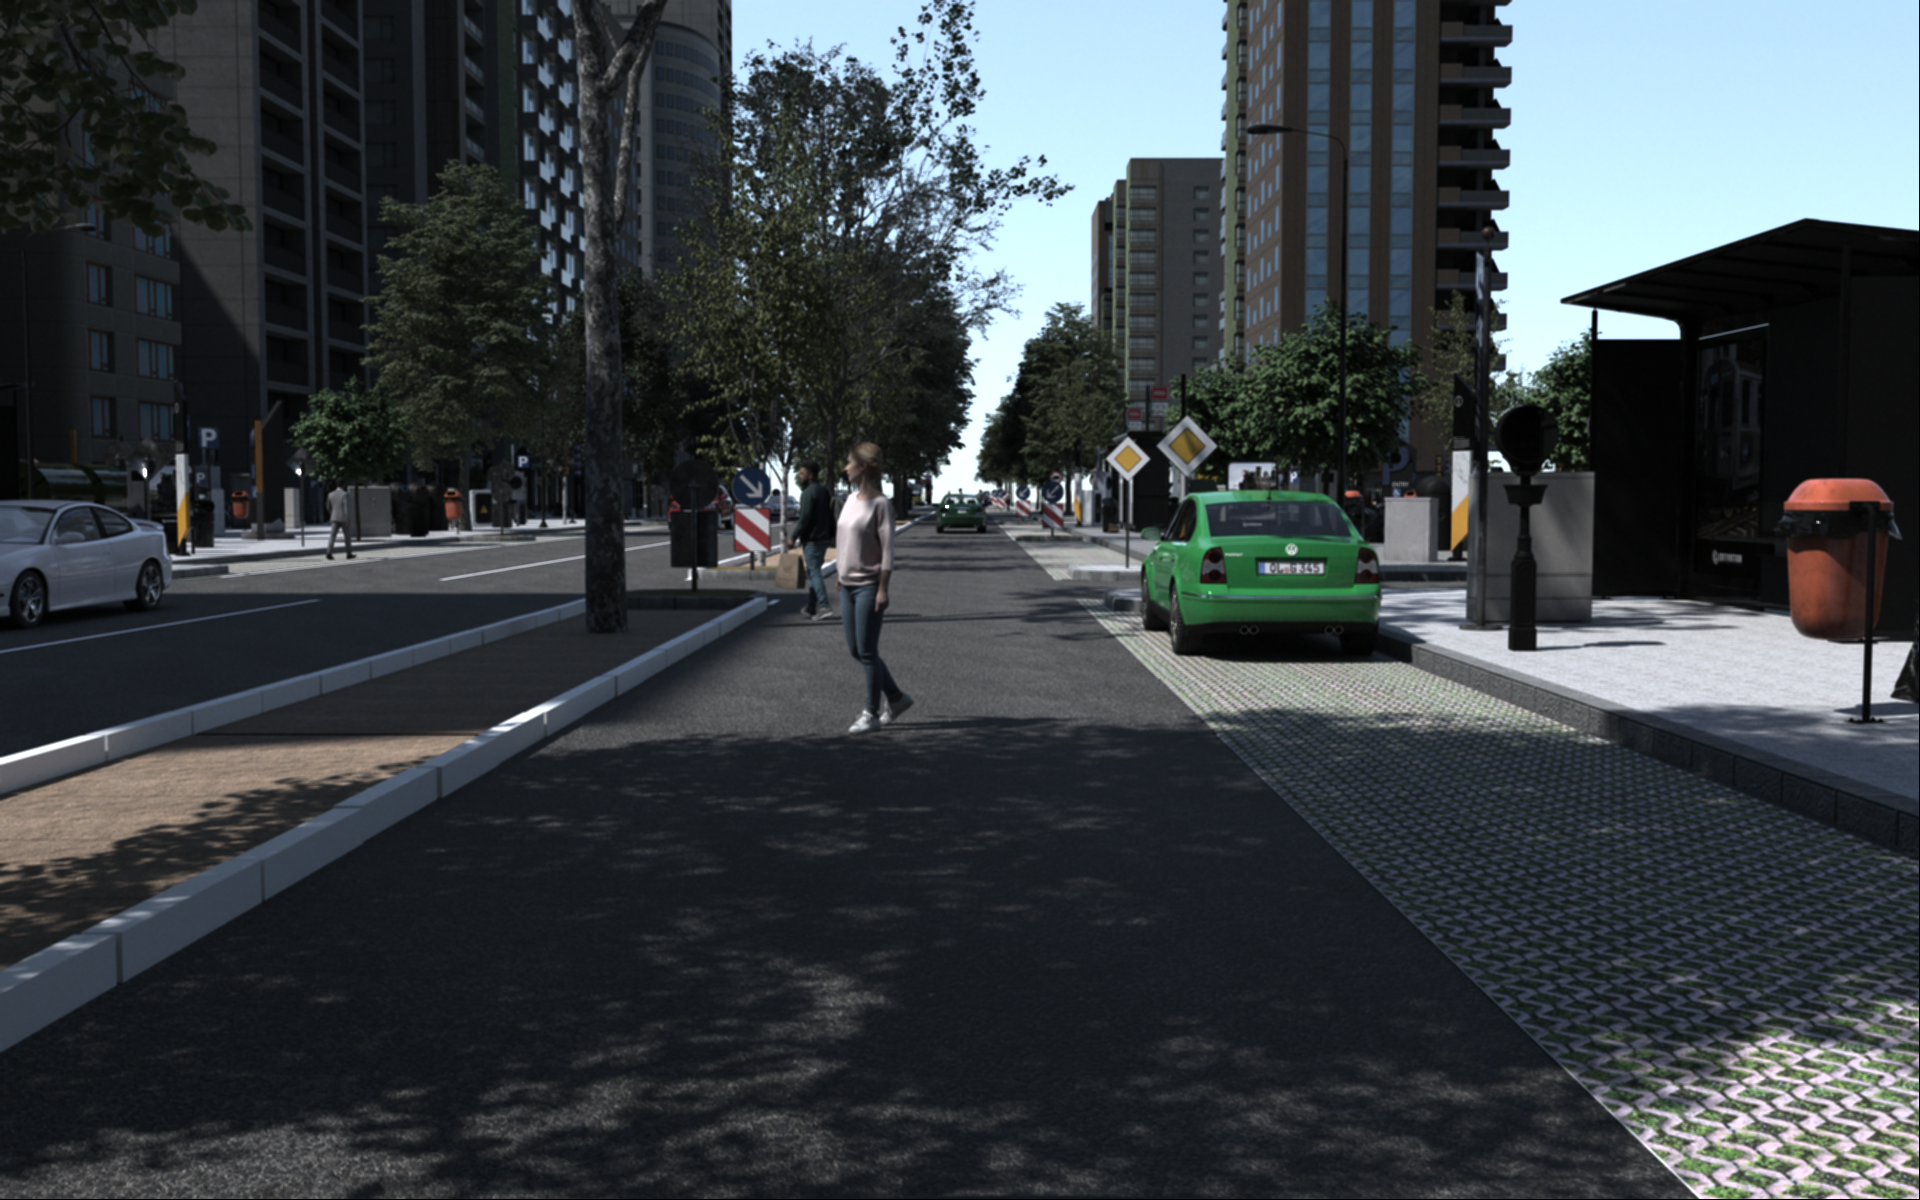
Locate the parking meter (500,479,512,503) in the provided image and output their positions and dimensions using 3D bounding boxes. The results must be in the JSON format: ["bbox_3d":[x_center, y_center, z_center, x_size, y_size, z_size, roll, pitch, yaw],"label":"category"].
[{"bbox_3d":[-17.050,-3.631,65.070,0.399,1.863,0.255,-1,4,-22],"label":"parking meter"}]

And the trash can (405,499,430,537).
[{"bbox_3d":[-16.287,-2.469,52.027,0.748,1.137,0.748,0,3,0],"label":"trash can"}]

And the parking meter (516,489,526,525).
[{"bbox_3d":[-18.327,-3.905,72.265,0.372,1.533,0.369,0,3,0],"label":"parking meter"}]

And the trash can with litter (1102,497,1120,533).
[{"bbox_3d":[5.074,-2.817,57.447,0.624,1.170,1.055,-1,4,-11],"label":"trash can with litter"}]

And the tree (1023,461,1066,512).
[{"bbox_3d":[6.262,-8.800,127.590,4.285,4.588,4.351,0,3,0],"label":"tree"}]

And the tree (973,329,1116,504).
[{"bbox_3d":[6.434,-12.267,117.574,9.611,12.733,9.660,0,3,0],"label":"tree"}]

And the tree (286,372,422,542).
[{"bbox_3d":[-16.346,-3.860,46.827,4.285,4.588,4.351,0,3,0],"label":"tree"}]

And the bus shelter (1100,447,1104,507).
[{"bbox_3d":[7.401,-6.161,78.356,2.179,5.291,8.768,0,4,0],"label":"bus shelter"}]

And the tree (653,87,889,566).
[{"bbox_3d":[-3.642,-4.807,31.419,4.737,8.622,4.395,0,3,0],"label":"tree"}]

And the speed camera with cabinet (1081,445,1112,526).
[{"bbox_3d":[5.503,-4.610,69.713,0.660,3.252,2.038,2,4,26],"label":"speed camera with cabinet"}]

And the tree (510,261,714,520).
[{"bbox_3d":[-16.897,-10.297,85.362,9.611,12.733,9.660,0,3,0],"label":"tree"}]

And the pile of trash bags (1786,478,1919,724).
[{"bbox_3d":[6.395,-0.031,10.260,3.447,1.369,1.912,-1,4,-14],"label":"pile of trash bags"}]

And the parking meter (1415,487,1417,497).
[{"bbox_3d":[12.870,-2.440,48.309,0.372,1.533,0.369,0,3,0],"label":"parking meter"}]

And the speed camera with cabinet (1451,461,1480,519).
[{"bbox_3d":[19.996,-4.601,69.562,0.660,3.252,2.038,-3,4,-38],"label":"speed camera with cabinet"}]

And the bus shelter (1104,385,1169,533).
[{"bbox_3d":[6.644,-5.137,61.619,2.179,5.291,8.768,0,4,0],"label":"bus shelter"}]

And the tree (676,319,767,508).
[{"bbox_3d":[-16.261,-13.204,122.534,9.857,13.997,8.962,0,3,0],"label":"tree"}]

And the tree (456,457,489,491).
[{"bbox_3d":[-24.821,-5.782,89.138,1.663,3.219,1.824,0,3,0],"label":"tree"}]

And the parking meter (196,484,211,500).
[{"bbox_3d":[-19.594,-2.232,44.907,0.372,1.533,0.369,0,3,0],"label":"parking meter"}]

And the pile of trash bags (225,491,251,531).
[{"bbox_3d":[-28.236,-3.468,66.453,3.447,1.369,1.912,-1,4,-9],"label":"pile of trash bags"}]

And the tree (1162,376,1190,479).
[{"bbox_3d":[6.091,-3.412,39.499,4.285,4.588,4.351,0,3,0],"label":"tree"}]

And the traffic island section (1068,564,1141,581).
[{"bbox_3d":[2.918,-0.472,29.991,2.009,0.180,2.903,0,4,0],"label":"traffic island section"}]

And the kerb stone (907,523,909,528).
[{"bbox_3d":[-2.281,-2.966,70.751,0.120,0.150,1.000,0,4,0],"label":"kerb stone"}]

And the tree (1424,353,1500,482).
[{"bbox_3d":[26.424,-8.653,91.833,4.360,8.622,3.978,0,3,0],"label":"tree"}]

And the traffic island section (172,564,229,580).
[{"bbox_3d":[-14.073,-0.476,30.057,2.009,0.180,2.903,0,4,0],"label":"traffic island section"}]

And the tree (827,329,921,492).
[{"bbox_3d":[-3.601,-7.360,73.161,4.360,8.622,3.978,0,3,0],"label":"tree"}]

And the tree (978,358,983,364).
[{"bbox_3d":[-3.261,-11.171,91.763,9.857,13.997,8.962,0,3,0],"label":"tree"}]

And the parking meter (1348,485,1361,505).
[{"bbox_3d":[11.348,-2.536,49.877,0.372,1.533,0.369,0,3,0],"label":"parking meter"}]

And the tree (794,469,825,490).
[{"bbox_3d":[-15.810,-12.164,182.590,4.285,4.588,4.351,0,3,0],"label":"tree"}]

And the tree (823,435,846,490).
[{"bbox_3d":[-15.391,-17.477,220.168,8.767,10.594,7.601,2,4,28],"label":"tree"}]

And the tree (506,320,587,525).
[{"bbox_3d":[-16.879,-7.484,72.726,4.360,8.622,3.978,0,3,0],"label":"tree"}]

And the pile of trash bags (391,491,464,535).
[{"bbox_3d":[-17.407,-2.775,55.129,3.447,1.369,1.912,1,4,10],"label":"pile of trash bags"}]

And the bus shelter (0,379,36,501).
[{"bbox_3d":[-20.404,-2.592,33.654,1.731,3.624,6.357,0,3,0],"label":"bus shelter"}]

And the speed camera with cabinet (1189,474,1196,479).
[{"bbox_3d":[11.549,-5.303,81.044,0.660,3.252,2.038,-3,5,-43],"label":"speed camera with cabinet"}]

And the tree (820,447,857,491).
[{"bbox_3d":[-16.191,-20.543,252.880,9.611,12.733,9.660,0,3,0],"label":"tree"}]

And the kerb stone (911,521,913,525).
[{"bbox_3d":[-2.255,-3.283,75.876,0.120,0.150,1.000,0,4,0],"label":"kerb stone"}]

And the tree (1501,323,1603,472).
[{"bbox_3d":[12.143,-3.037,33.376,4.285,4.588,4.351,0,3,0],"label":"tree"}]

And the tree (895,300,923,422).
[{"bbox_3d":[-3.103,-6.219,54.505,4.737,8.622,4.395,0,3,0],"label":"tree"}]

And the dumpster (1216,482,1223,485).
[{"bbox_3d":[7.733,-2.724,47.038,1.502,2.255,1.985,0,4,0],"label":"dumpster"}]

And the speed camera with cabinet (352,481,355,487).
[{"bbox_3d":[-28.557,-5.483,83.978,0.660,3.252,2.038,2,4,25],"label":"speed camera with cabinet"}]

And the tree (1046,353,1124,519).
[{"bbox_3d":[6.180,-8.552,90.193,4.737,8.622,4.395,0,3,0],"label":"tree"}]

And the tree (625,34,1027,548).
[{"bbox_3d":[-3.444,-8.125,45.671,12.009,13.543,11.850,0,3,0],"label":"tree"}]

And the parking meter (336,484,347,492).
[{"bbox_3d":[-25.511,-4.024,71.496,0.399,1.863,0.255,1,4,20],"label":"parking meter"}]

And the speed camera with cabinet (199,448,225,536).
[{"bbox_3d":[-23.003,-3.604,53.269,0.660,3.252,2.038,-2,4,-26],"label":"speed camera with cabinet"}]

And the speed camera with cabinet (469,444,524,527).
[{"bbox_3d":[-18.316,-4.535,68.484,2.038,3.252,0.660,-2,4,-25],"label":"speed camera with cabinet"}]

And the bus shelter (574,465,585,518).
[{"bbox_3d":[-19.449,-6.291,94.148,1.731,3.624,6.357,0,4,0],"label":"bus shelter"}]

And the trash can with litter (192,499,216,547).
[{"bbox_3d":[-18.263,-1.854,41.702,0.624,1.170,1.055,-1,4,-22],"label":"trash can with litter"}]

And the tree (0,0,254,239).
[{"bbox_3d":[-3.573,-5.116,4.226,7.486,12.596,7.792,0,3,0],"label":"tree"}]

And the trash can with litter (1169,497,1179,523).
[{"bbox_3d":[8.474,-3.600,70.253,0.624,1.170,1.055,-1,4,-16],"label":"trash can with litter"}]

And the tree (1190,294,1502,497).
[{"bbox_3d":[6.167,-2.748,28.650,4.285,4.588,4.351,0,3,0],"label":"tree"}]

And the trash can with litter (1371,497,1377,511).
[{"bbox_3d":[17.936,-3.923,75.530,0.624,1.170,1.055,-2,4,-32],"label":"trash can with litter"}]

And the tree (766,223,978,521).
[{"bbox_3d":[-3.812,-10.480,80.459,9.857,13.997,8.962,0,3,0],"label":"tree"}]

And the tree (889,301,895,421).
[{"bbox_3d":[-3.723,-5.103,36.247,4.737,8.622,4.395,0,3,0],"label":"tree"}]

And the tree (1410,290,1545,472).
[{"bbox_3d":[18.178,-6.810,61.699,4.737,8.622,4.395,0,3,0],"label":"tree"}]

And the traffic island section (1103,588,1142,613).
[{"bbox_3d":[2.889,0.017,22.006,2.009,0.180,2.903,0,4,0],"label":"traffic island section"}]

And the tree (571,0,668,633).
[{"bbox_3d":[-2.438,-9.668,16.420,12.611,20.169,13.585,0,3,0],"label":"tree"}]

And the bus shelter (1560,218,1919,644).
[{"bbox_3d":[8.072,-1.627,17.892,1.731,3.624,6.357,0,4,0],"label":"bus shelter"}]

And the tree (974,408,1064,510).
[{"bbox_3d":[6.315,-14.345,168.949,8.767,10.594,7.601,-1,4,-20],"label":"tree"}]
